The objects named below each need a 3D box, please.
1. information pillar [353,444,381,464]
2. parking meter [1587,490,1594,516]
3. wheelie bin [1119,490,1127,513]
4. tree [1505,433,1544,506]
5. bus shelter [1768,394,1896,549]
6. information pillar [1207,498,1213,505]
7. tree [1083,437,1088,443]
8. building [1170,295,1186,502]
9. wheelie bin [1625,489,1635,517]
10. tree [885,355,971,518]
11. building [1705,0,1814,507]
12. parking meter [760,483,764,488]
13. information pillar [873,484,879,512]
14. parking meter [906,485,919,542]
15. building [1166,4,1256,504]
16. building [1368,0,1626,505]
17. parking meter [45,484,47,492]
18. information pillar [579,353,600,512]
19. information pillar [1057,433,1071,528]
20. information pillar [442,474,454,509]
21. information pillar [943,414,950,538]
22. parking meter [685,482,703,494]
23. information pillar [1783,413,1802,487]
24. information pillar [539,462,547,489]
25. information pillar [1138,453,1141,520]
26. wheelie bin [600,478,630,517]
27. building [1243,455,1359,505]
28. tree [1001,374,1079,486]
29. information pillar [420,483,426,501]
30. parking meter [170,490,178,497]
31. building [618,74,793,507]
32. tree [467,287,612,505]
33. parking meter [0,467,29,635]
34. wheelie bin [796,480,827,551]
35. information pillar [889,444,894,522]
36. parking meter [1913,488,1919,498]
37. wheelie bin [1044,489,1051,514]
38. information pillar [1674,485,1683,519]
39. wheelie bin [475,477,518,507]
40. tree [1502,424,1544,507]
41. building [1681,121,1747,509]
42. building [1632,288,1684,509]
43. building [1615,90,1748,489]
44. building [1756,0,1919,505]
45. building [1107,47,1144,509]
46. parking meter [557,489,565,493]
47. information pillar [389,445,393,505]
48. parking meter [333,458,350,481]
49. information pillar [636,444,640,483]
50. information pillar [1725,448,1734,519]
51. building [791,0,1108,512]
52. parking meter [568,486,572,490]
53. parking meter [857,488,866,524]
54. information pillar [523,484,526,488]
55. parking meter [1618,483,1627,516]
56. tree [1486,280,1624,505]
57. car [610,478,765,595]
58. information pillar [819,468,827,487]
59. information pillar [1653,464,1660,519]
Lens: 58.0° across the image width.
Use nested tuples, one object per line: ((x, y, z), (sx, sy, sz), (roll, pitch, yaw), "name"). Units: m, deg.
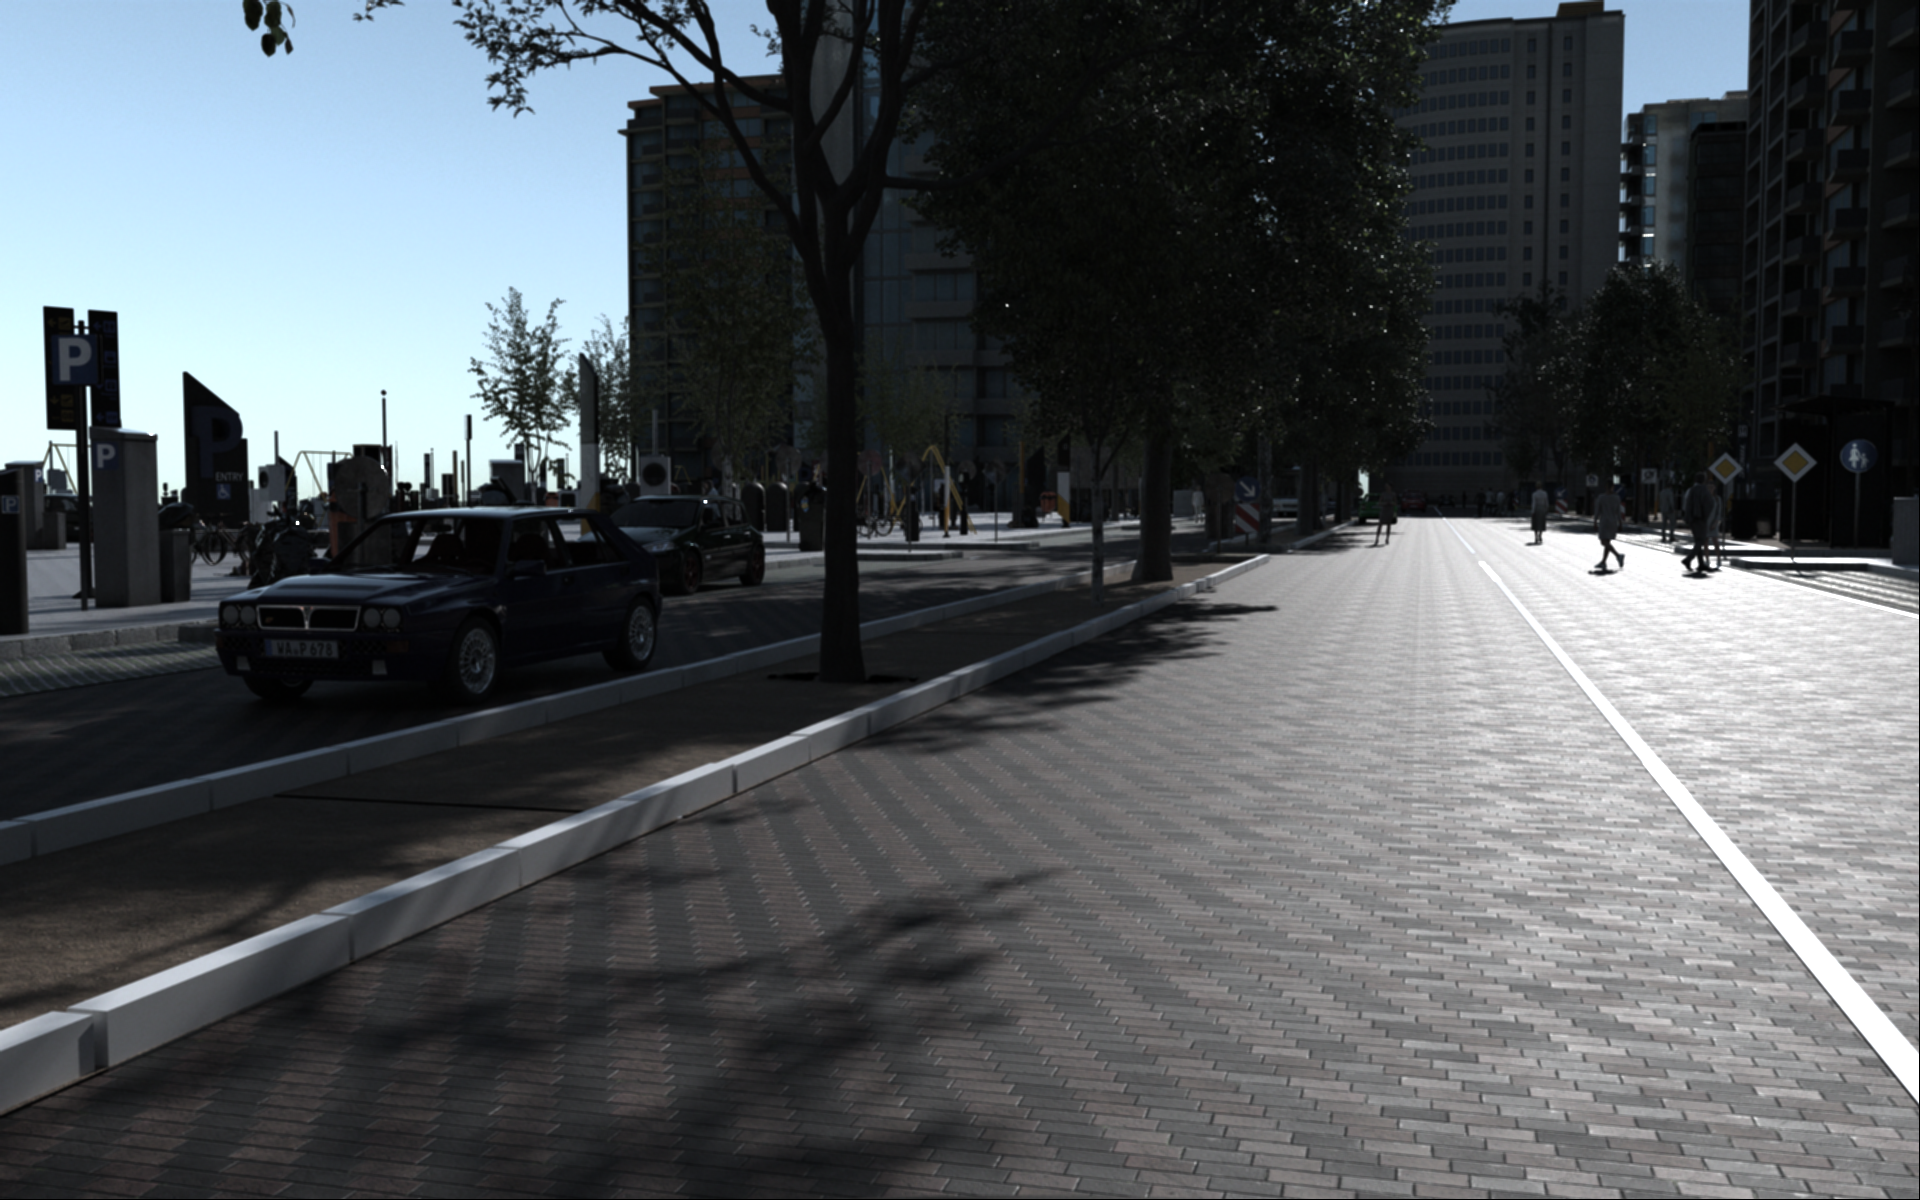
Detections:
((-8.799, -1.301, 25.762), (0.304, 2.012, 0.304), (3, 5, 45), "information pillar")
((36.731, -5.659, 100.933), (0.372, 1.533, 0.369), (0, 3, 0), "parking meter")
((11.110, -6.828, 119.543), (0.693, 1.594, 0.980), (1, 4, 17), "wheelie bin")
((58.872, -14.077, 180.527), (4.360, 8.622, 3.978), (0, 3, 0), "tree")
((21.860, -3.204, 43.676), (1.731, 3.624, 6.357), (1, 4, 15), "bus shelter")
((16.192, -6.584, 112.147), (0.304, 2.012, 0.304), (2, 4, 28), "information pillar")
((6.871, -10.037, 114.462), (4.360, 8.622, 3.978), (0, 3, 0), "tree")
((15.987, -24.941, 179.485), (14.107, 30.474, 14.160), (1, 4, 15), "building")
((37.992, -5.554, 98.718), (0.980, 1.594, 0.693), (1, 4, 13), "wheelie bin")
((-1.265, -8.598, 90.934), (4.360, 8.622, 3.978), (0, 3, 0), "tree")
((63.853, -41.515, 117.023), (20.563, 71.187, 20.611), (1, 4, 15), "building")
((-10.446, -5.185, 90.490), (0.399, 1.863, 0.255), (2, 4, 25), "parking meter")
((-6.007, -7.308, 123.971), (0.304, 2.012, 0.304), (-3, 5, -43), "information pillar")
((-1.287, -2.355, 46.909), (0.372, 1.533, 0.369), (0, 3, 0), "parking meter")
((26.568, -48.026, 223.480), (20.611, 71.187, 20.563), (1, 4, 15), "building")
((65.307, -41.086, 213.757), (28.212, 58.520, 21.231), (1, 4, 15), "building")
((-52.253, -5.690, 98.747), (0.399, 1.863, 0.255), (1, 4, 22), "parking meter")
((-6.135, -2.282, 28.672), (0.183, 3.616, 0.504), (-3, 5, -42), "information pillar")
((3.925, -4.522, 65.289), (0.504, 3.616, 0.183), (2, 4, 27), "information pillar")
((-18.492, -3.553, 62.576), (0.304, 2.012, 0.304), (2, 4, 32), "information pillar")
((-0.385, -3.662, 51.222), (0.183, 3.616, 0.504), (0, 4, 8), "information pillar")
((-5.488, -1.675, 35.800), (0.372, 1.533, 0.369), (0, 3, 0), "parking meter")
((23.310, -3.498, 48.549), (0.504, 3.616, 0.183), (1, 4, 19), "information pillar")
((-27.504, -7.521, 114.319), (0.504, 3.616, 0.183), (-3, 5, -40), "information pillar")
((9.043, -5.843, 86.886), (0.183, 3.616, 0.504), (0, 4, 3), "information pillar")
((-6.924, -1.604, 34.129), (0.693, 1.594, 0.980), (2, 4, 33), "wheelie bin")
((43.174, -27.310, 218.226), (14.107, 30.474, 14.160), (1, 4, 15), "building")
((4.309, -9.434, 104.609), (4.360, 8.622, 3.978), (0, 3, 0), "tree")
((-36.071, -6.845, 116.409), (0.304, 2.012, 0.304), (1, 4, 17), "information pillar")
((-44.208, -5.445, 97.442), (0.372, 1.533, 0.369), (0, 3, 0), "parking meter")
((-19.713, -32.380, 184.044), (28.867, 44.769, 22.147), (1, 4, 15), "building")
((-15.132, -6.771, 61.075), (4.737, 8.622, 4.395), (0, 3, 0), "tree")
((-8.755, -0.455, 15.849), (0.372, 1.533, 0.369), (0, 3, 0), "parking meter")
((-3.292, -1.903, 39.017), (0.693, 1.594, 0.980), (0, 4, 5), "wheelie bin")
((-3.153, -5.446, 80.399), (0.183, 3.616, 0.504), (-1, 4, -16), "information pillar")
((39.642, -3.870, 71.683), (0.372, 1.533, 0.369), (0, 3, 0), "parking meter")
((5.506, -6.323, 111.282), (0.980, 1.594, 0.693), (1, 4, 20), "wheelie bin")
((36.552, -5.117, 88.160), (0.304, 2.012, 0.304), (0, 4, -1), "information pillar")
((-8.421, -1.445, 31.527), (0.693, 1.594, 0.980), (-2, 4, -30), "wheelie bin")
((56.231, -13.610, 172.879), (4.737, 8.622, 4.395), (0, 3, 0), "tree")
((64.164, -22.288, 136.117), (14.160, 30.474, 14.107), (1, 4, 15), "building")
((77.110, -19.019, 155.992), (27.650, 21.520, 28.899), (1, 4, 15), "building")
((94.069, -35.991, 208.064), (30.456, 49.044, 23.786), (1, 4, 15), "building")
((57.599, -26.814, 93.037), (22.147, 44.769, 28.867), (1, 4, 15), "building")
((10.082, -31.176, 159.840), (14.600, 45.320, 14.200), (1, 4, 15), "building")
((-20.065, -4.818, 87.183), (0.372, 1.533, 0.369), (0, 3, 0), "parking meter")
((-26.918, -5.539, 81.923), (0.183, 3.616, 0.504), (0, 4, -6), "information pillar")
((-9.967, -1.372, 28.151), (0.255, 1.863, 0.399), (1, 4, 9), "parking meter")
((-15.158, -5.523, 81.648), (0.183, 3.616, 0.504), (-1, 4, -22), "information pillar")
((39.283, -5.930, 88.311), (0.183, 3.616, 0.504), (0, 4, -2), "information pillar")
((0.233, -31.784, 139.284), (23.786, 49.044, 30.456), (1, 4, 15), "building")
((-28.071, -7.280, 124.742), (0.255, 1.863, 0.399), (0, 4, -6), "parking meter")
((-4.136, -3.916, 72.433), (0.372, 1.533, 0.369), (0, 3, 0), "parking meter")
((-32.707, -7.691, 130.234), (0.304, 2.012, 0.304), (3, 4, 36), "information pillar")
((36.301, -5.459, 94.963), (0.255, 1.863, 0.399), (-2, 4, -32), "parking meter")
((51.882, -18.041, 150.866), (12.611, 20.169, 13.585), (0, 3, 0), "tree")
((-4.292, -0.977, 25.764), (2.009, 1.686, 4.222), (1, 4, 15), "car")
((-3.819, -2.730, 49.121), (0.304, 2.012, 0.304), (-1, 4, -9), "information pillar")
((35.741, -5.960, 88.796), (0.183, 3.616, 0.504), (3, 4, 36), "information pillar")
